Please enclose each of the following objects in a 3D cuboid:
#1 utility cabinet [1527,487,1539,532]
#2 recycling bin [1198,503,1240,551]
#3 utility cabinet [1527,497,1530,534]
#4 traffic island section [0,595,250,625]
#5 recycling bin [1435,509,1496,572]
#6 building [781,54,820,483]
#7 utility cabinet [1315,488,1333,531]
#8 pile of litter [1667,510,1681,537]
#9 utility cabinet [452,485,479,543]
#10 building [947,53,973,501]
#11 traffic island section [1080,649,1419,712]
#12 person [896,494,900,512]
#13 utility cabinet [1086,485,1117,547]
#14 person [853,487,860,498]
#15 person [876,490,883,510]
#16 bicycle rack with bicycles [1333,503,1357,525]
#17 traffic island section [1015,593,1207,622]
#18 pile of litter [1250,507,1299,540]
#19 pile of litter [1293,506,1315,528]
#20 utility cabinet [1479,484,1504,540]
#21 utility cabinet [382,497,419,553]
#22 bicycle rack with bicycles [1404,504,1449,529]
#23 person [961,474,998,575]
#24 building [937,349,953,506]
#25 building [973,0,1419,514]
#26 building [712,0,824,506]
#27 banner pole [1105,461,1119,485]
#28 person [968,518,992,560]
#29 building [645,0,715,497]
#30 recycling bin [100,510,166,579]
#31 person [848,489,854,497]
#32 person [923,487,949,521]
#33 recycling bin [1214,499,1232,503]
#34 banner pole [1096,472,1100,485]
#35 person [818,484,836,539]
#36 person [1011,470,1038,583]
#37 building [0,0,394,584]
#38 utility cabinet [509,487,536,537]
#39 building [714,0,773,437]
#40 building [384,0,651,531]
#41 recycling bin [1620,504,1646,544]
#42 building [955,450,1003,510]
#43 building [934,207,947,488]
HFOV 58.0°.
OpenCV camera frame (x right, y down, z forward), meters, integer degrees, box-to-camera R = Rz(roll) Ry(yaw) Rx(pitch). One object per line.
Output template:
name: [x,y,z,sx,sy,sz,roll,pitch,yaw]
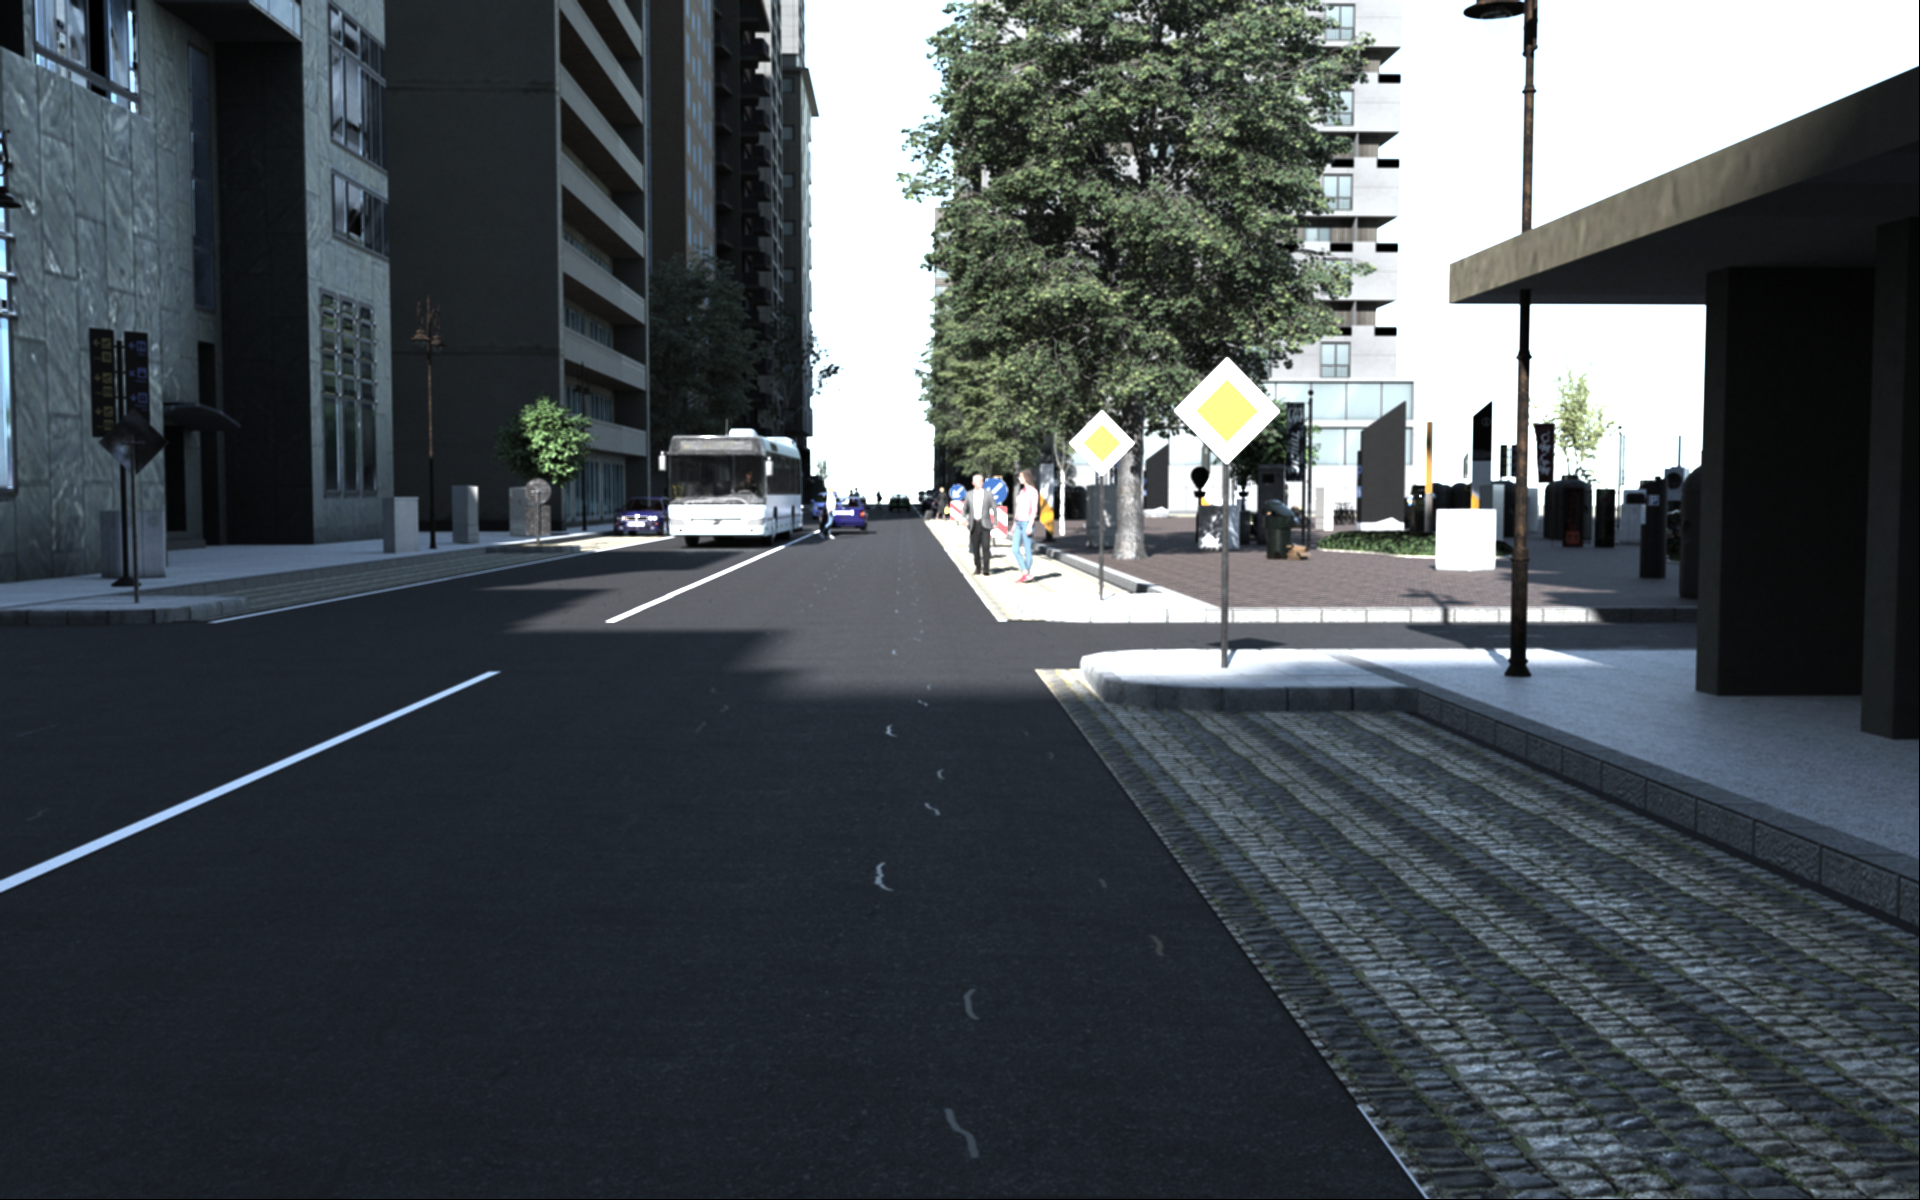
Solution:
utility cabinet: [19.137,-3.038,58.354,0.318,1.500,1.173,3,4,36]
recycling bin: [5.900,-1.646,39.467,0.722,1.027,0.722,3,4,36]
utility cabinet: [18.166,-2.737,55.916,0.306,1.237,1.020,0,4,8]
traffic island section: [-9.723,0.114,20.414,2.009,0.180,2.903,0,4,-2]
recycling bin: [8.444,-1.001,28.916,0.722,1.027,0.722,-3,4,-37]
building: [-32.018,-38.104,212.237,28.713,52.752,27.495,0,4,-2]
utility cabinet: [12.694,-3.158,60.314,0.318,1.500,1.173,0,4,-4]
pile of litter: [19.716,-2.106,48.395,1.176,0.858,1.719,1,4,9]
utility cabinet: [-12.858,-2.224,45.048,0.318,1.500,1.173,-2,4,-35]
building: [6.276,-29.421,164.635,14.154,41.232,14.086,0,4,-2]
traffic island section: [1.970,0.580,12.796,2.009,0.180,2.903,0,4,-2]
person: [-4.901,-7.640,136.674,0.557,1.426,1.065,0,4,-7]
utility cabinet: [3.610,-2.012,41.582,1.173,1.500,0.318,-2,4,-26]
person: [-5.675,-5.325,95.580,0.581,1.822,0.654,-3,5,-44]
person: [-7.291,-9.101,157.169,0.599,1.838,0.709,3,5,43]
bicycle rack with bicycles: [16.533,-3.608,72.379,2.925,0.926,2.852,-3,5,-43]
traffic island section: [1.712,0.092,20.777,2.009,0.180,2.903,0,4,-2]
pile of litter: [8.256,-2.081,47.982,1.176,0.858,1.719,-3,5,-43]
pile of litter: [12.658,-3.154,65.534,1.719,0.858,1.176,1,4,17]
utility cabinet: [12.081,-1.879,39.405,0.318,1.500,1.173,2,4,30]
utility cabinet: [-12.268,-1.641,37.990,0.306,1.237,1.020,1,4,13]
bicycle rack with bicycles: [17.760,-3.086,63.834,2.852,0.926,2.925,-3,4,-36]
person: [0.345,-1.313,30.373,0.661,1.777,0.834,0,4,0]
building: [11.047,-23.347,226.758,27.650,21.520,28.899,0,4,-2]
building: [14.813,-32.596,122.184,28.713,52.752,27.495,0,4,-2]
building: [-29.227,-48.799,236.121,20.563,71.187,20.611,0,4,-2]
banner pole: [7.489,-5.730,83.704,0.401,3.779,0.863,-2,4,-29]
person: [0.417,-1.754,37.595,0.576,1.772,0.534,1,4,19]
building: [-22.188,-27.615,101.611,14.600,45.320,14.200,0,4,-2]
recycling bin: [-12.704,-0.859,26.601,0.722,1.027,0.722,3,5,43]
person: [-7.089,-6.281,111.877,0.721,1.739,1.217,3,5,40]
person: [-1.220,-5.097,92.046,0.699,1.804,1.509,-3,5,-42]
recycling bin: [13.639,-4.731,89.907,0.722,1.027,0.722,2,4,33]
banner pole: [7.844,-6.449,95.452,0.863,3.779,0.401,-1,4,-22]
person: [-4.265,-2.844,55.679,0.598,1.740,0.731,-1,4,-18]
person: [1.018,-1.177,27.753,0.388,1.821,0.555,-3,5,-42]
building: [-25.249,-44.023,32.446,22.319,86.520,31.000,0,4,-2]
utility cabinet: [-13.140,-2.649,51.985,0.318,1.500,1.173,-3,5,-40]
building: [-27.221,-29.910,143.655,22.147,44.769,28.867,0,4,-2]
building: [-24.685,-27.189,68.237,21.300,48.544,21.600,0,4,-2]
recycling bin: [17.468,-1.952,44.462,0.722,1.027,0.722,-1,4,-20]
building: [10.120,-43.283,145.922,20.563,71.187,20.611,0,4,-2]
building: [3.224,-34.533,248.215,14.154,41.232,14.086,0,4,-2]
